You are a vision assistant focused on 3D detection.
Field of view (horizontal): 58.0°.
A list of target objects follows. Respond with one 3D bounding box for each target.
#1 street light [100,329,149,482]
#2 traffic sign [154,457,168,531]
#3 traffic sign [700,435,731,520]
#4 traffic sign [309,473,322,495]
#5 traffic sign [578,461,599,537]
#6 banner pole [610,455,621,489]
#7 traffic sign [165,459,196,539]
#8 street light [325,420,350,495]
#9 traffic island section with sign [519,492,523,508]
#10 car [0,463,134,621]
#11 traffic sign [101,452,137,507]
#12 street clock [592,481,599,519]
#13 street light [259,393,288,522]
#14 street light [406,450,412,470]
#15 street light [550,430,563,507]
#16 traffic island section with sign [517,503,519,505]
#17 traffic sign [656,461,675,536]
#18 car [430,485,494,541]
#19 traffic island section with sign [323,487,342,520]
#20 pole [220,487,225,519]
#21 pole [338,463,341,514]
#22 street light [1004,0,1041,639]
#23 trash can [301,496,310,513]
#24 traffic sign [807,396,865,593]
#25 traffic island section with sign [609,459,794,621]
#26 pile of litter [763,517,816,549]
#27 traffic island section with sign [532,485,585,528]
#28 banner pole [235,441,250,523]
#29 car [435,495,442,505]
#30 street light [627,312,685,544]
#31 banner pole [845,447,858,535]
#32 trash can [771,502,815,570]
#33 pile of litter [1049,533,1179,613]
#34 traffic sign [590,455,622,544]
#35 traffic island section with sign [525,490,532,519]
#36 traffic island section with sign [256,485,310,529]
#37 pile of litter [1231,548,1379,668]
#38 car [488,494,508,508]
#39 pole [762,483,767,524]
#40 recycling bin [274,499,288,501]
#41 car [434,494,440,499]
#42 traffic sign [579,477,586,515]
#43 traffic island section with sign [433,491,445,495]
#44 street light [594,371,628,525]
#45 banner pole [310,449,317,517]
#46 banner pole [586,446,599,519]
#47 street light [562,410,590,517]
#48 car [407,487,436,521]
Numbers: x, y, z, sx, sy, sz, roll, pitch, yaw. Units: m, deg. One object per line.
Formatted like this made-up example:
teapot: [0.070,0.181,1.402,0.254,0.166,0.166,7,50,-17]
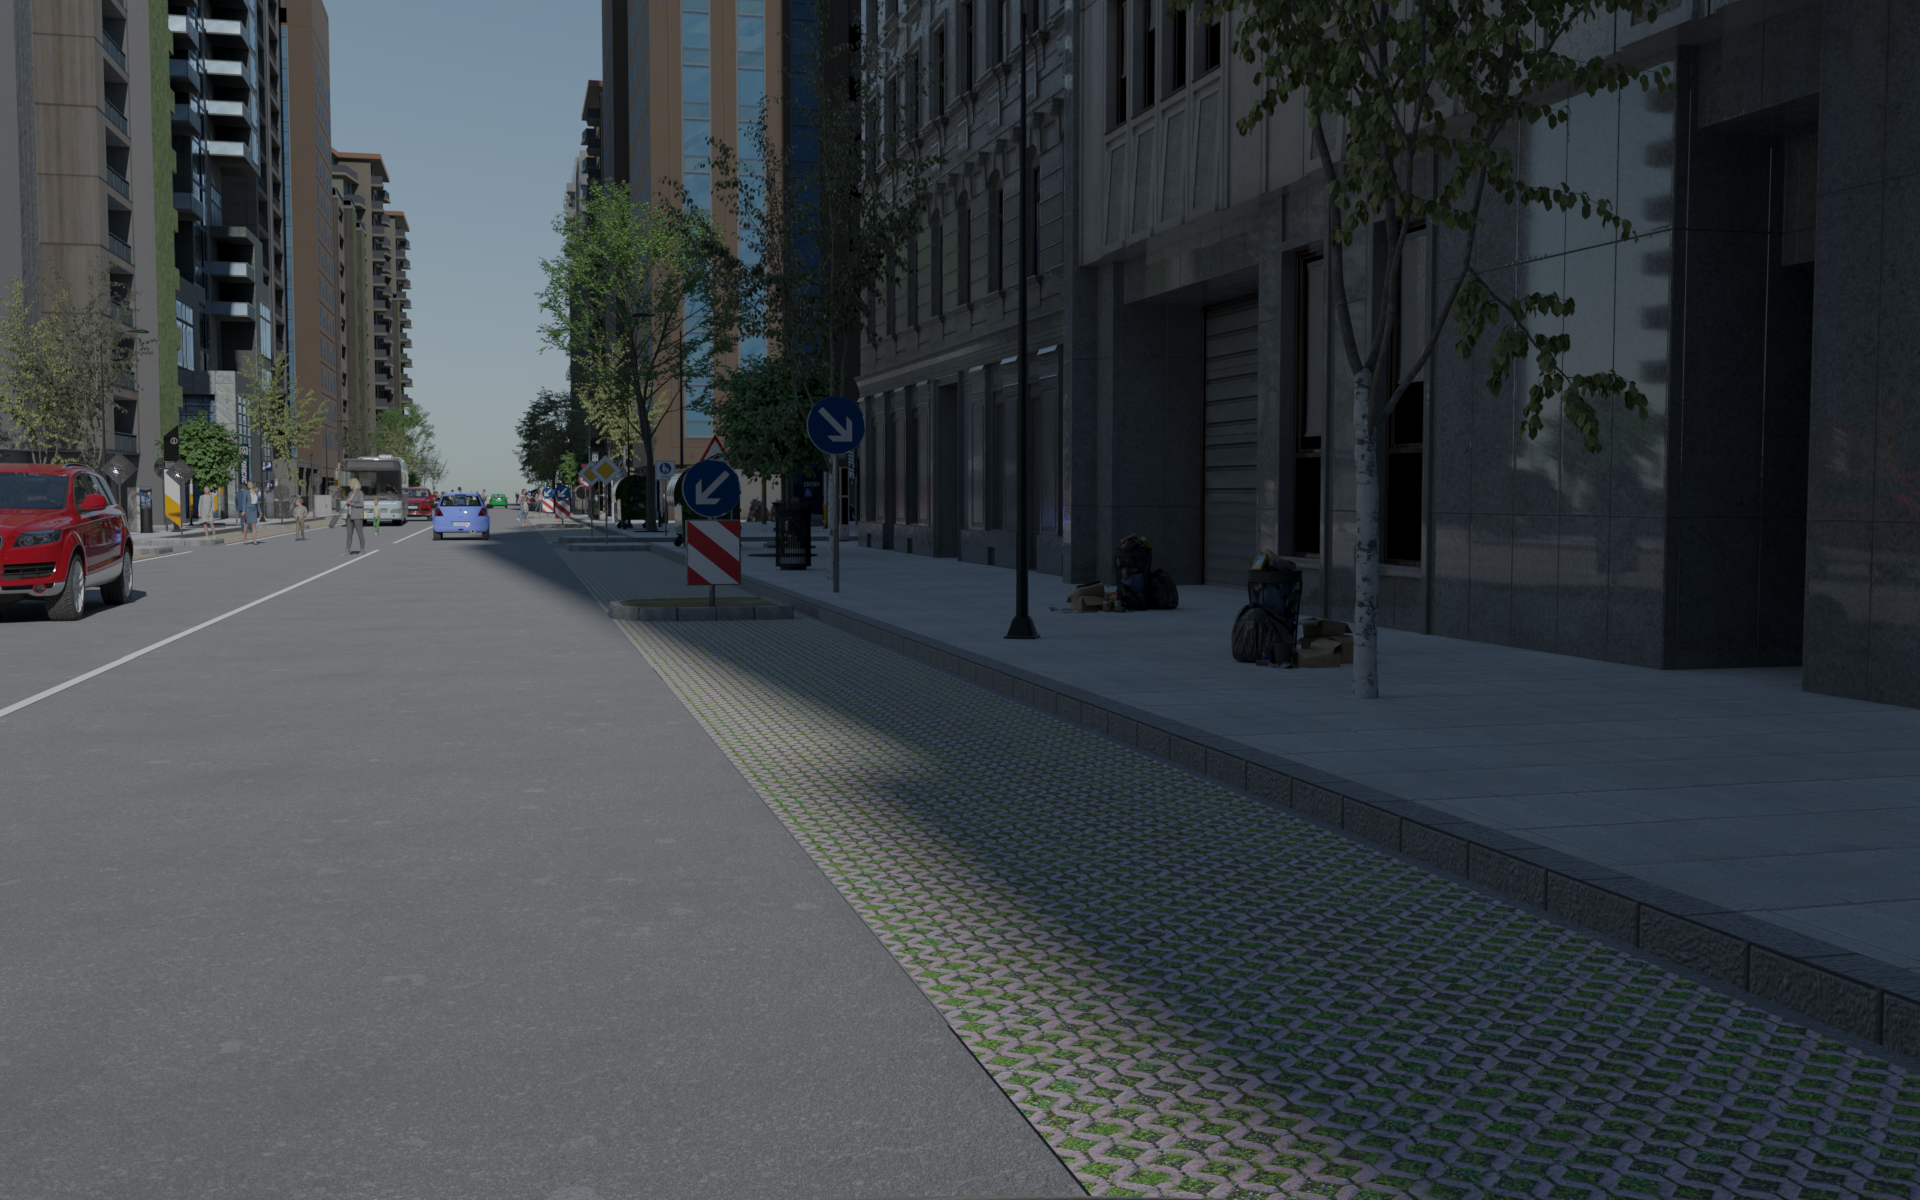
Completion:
street light: [-23.492,-4.659,48.713,1.470,5.913,1.316,-1,4,-15]
traffic sign: [-27.278,-3.632,59.491,0.768,2.556,0.104,0,4,-6]
traffic sign: [-5.360,-2.323,37.993,0.884,2.594,0.081,-1,4,-9]
traffic sign: [-39.520,-6.493,106.261,0.768,2.556,0.104,-1,4,-11]
traffic sign: [-11.060,-2.956,51.970,0.795,2.450,0.064,-1,4,-15]
banner pole: [-20.753,-7.017,104.742,0.863,3.779,0.401,-1,4,-11]
traffic sign: [-22.091,-2.782,49.120,0.795,2.450,0.064,-1,4,-15]
street light: [-39.105,-8.317,108.518,1.470,5.913,1.316,-1,4,-15]
traffic island section with sign: [-36.563,-8.549,148.402,1.989,1.847,2.006,-1,4,-15]
car: [-11.403,-0.747,20.882,2.281,1.827,5.304,-1,4,-16]
traffic sign: [-20.073,-2.309,41.393,0.795,2.450,0.064,-1,4,-15]
street clock: [-18.709,-5.150,88.777,0.358,2.002,0.471,2,4,28]
street light: [-31.400,-6.525,79.228,1.470,5.913,1.316,-1,4,-15]
street light: [-58.346,-12.817,182.094,1.470,5.913,1.316,-1,4,-15]
street light: [-28.697,-9.325,125.004,1.470,5.913,1.316,-1,4,-15]
traffic island section with sign: [-43.472,-10.168,174.871,1.989,1.847,2.006,-1,4,-15]
traffic sign: [-8.948,-3.089,52.633,0.606,2.300,0.079,-1,4,-14]
car: [-15.739,-2.760,54.714,1.945,1.707,3.694,-1,4,-15]
traffic island section with sign: [-34.741,-5.431,97.418,1.989,1.847,2.006,-1,4,-15]
pole: [-37.646,-5.780,88.347,0.158,3.312,0.155,0,3,0]
pole: [-40.461,-7.288,112.998,0.158,3.312,0.155,0,3,0]
street light: [0.029,-2.605,15.133,1.470,5.913,1.316,-1,4,-15]
trash can: [-41.204,-5.938,108.737,0.748,1.137,0.748,0,3,0]
traffic sign: [-1.612,-1.370,22.501,0.768,2.556,0.104,-1,4,-14]
traffic island section with sign: [-3.100,-0.716,20.337,1.989,1.847,2.006,-1,4,-15]
pile of litter: [-4.064,-1.672,41.303,1.176,0.858,1.719,-1,4,-20]
traffic island section with sign: [-17.038,-3.978,73.668,1.989,1.847,2.006,-1,4,-15]
banner pole: [-31.411,-5.238,75.650,0.863,3.779,0.401,0,4,4]
car: [-50.283,-9.520,168.232,1.945,1.354,3.894,-1,4,-16]
street light: [-7.708,-4.404,44.542,1.470,5.913,1.316,-1,4,-15]
banner pole: [-3.278,-3.935,54.354,0.863,3.779,0.401,2,4,29]
trash can: [-2.821,-1.079,29.300,0.748,1.137,0.748,0,3,0]
pile of litter: [1.722,-0.325,19.272,1.719,0.858,1.176,-2,4,-23]
traffic sign: [-9.042,-2.483,44.243,0.795,2.450,0.064,-1,4,-15]
traffic island section with sign: [-23.979,-5.601,100.209,1.989,1.847,2.006,-1,4,-15]
traffic island section with sign: [-27.918,-3.835,71.338,1.989,1.847,2.006,-1,4,-15]
pile of litter: [2.707,0.028,13.511,1.176,0.858,1.719,3,4,37]
car: [-46.201,-10.064,173.334,1.959,1.807,4.718,-1,4,-15]
pole: [-8.293,-4.859,73.291,0.158,3.312,0.155,0,3,0]
recycling bin: [-38.512,-5.229,98.049,0.722,1.027,0.722,-3,5,-41]
car: [-65.157,-12.513,214.815,2.015,1.641,3.980,-1,4,-14]
traffic sign: [-22.726,-6.422,105.102,0.768,2.556,0.104,-1,4,-13]
traffic island section with sign: [-68.283,-13.287,225.873,1.989,1.847,2.006,-1,4,-15]
street light: [-12.990,-5.654,64.991,1.470,5.913,1.316,-1,4,-15]
banner pole: [-36.185,-6.528,96.748,0.401,3.779,0.863,-1,4,-12]
banner pole: [-19.177,-6.148,90.542,0.863,3.779,0.401,2,4,30]
street light: [-20.942,-7.512,95.365,1.470,5.913,1.316,-1,4,-15]
car: [-29.083,-5.120,92.377,2.281,1.827,5.304,-1,4,-14]
